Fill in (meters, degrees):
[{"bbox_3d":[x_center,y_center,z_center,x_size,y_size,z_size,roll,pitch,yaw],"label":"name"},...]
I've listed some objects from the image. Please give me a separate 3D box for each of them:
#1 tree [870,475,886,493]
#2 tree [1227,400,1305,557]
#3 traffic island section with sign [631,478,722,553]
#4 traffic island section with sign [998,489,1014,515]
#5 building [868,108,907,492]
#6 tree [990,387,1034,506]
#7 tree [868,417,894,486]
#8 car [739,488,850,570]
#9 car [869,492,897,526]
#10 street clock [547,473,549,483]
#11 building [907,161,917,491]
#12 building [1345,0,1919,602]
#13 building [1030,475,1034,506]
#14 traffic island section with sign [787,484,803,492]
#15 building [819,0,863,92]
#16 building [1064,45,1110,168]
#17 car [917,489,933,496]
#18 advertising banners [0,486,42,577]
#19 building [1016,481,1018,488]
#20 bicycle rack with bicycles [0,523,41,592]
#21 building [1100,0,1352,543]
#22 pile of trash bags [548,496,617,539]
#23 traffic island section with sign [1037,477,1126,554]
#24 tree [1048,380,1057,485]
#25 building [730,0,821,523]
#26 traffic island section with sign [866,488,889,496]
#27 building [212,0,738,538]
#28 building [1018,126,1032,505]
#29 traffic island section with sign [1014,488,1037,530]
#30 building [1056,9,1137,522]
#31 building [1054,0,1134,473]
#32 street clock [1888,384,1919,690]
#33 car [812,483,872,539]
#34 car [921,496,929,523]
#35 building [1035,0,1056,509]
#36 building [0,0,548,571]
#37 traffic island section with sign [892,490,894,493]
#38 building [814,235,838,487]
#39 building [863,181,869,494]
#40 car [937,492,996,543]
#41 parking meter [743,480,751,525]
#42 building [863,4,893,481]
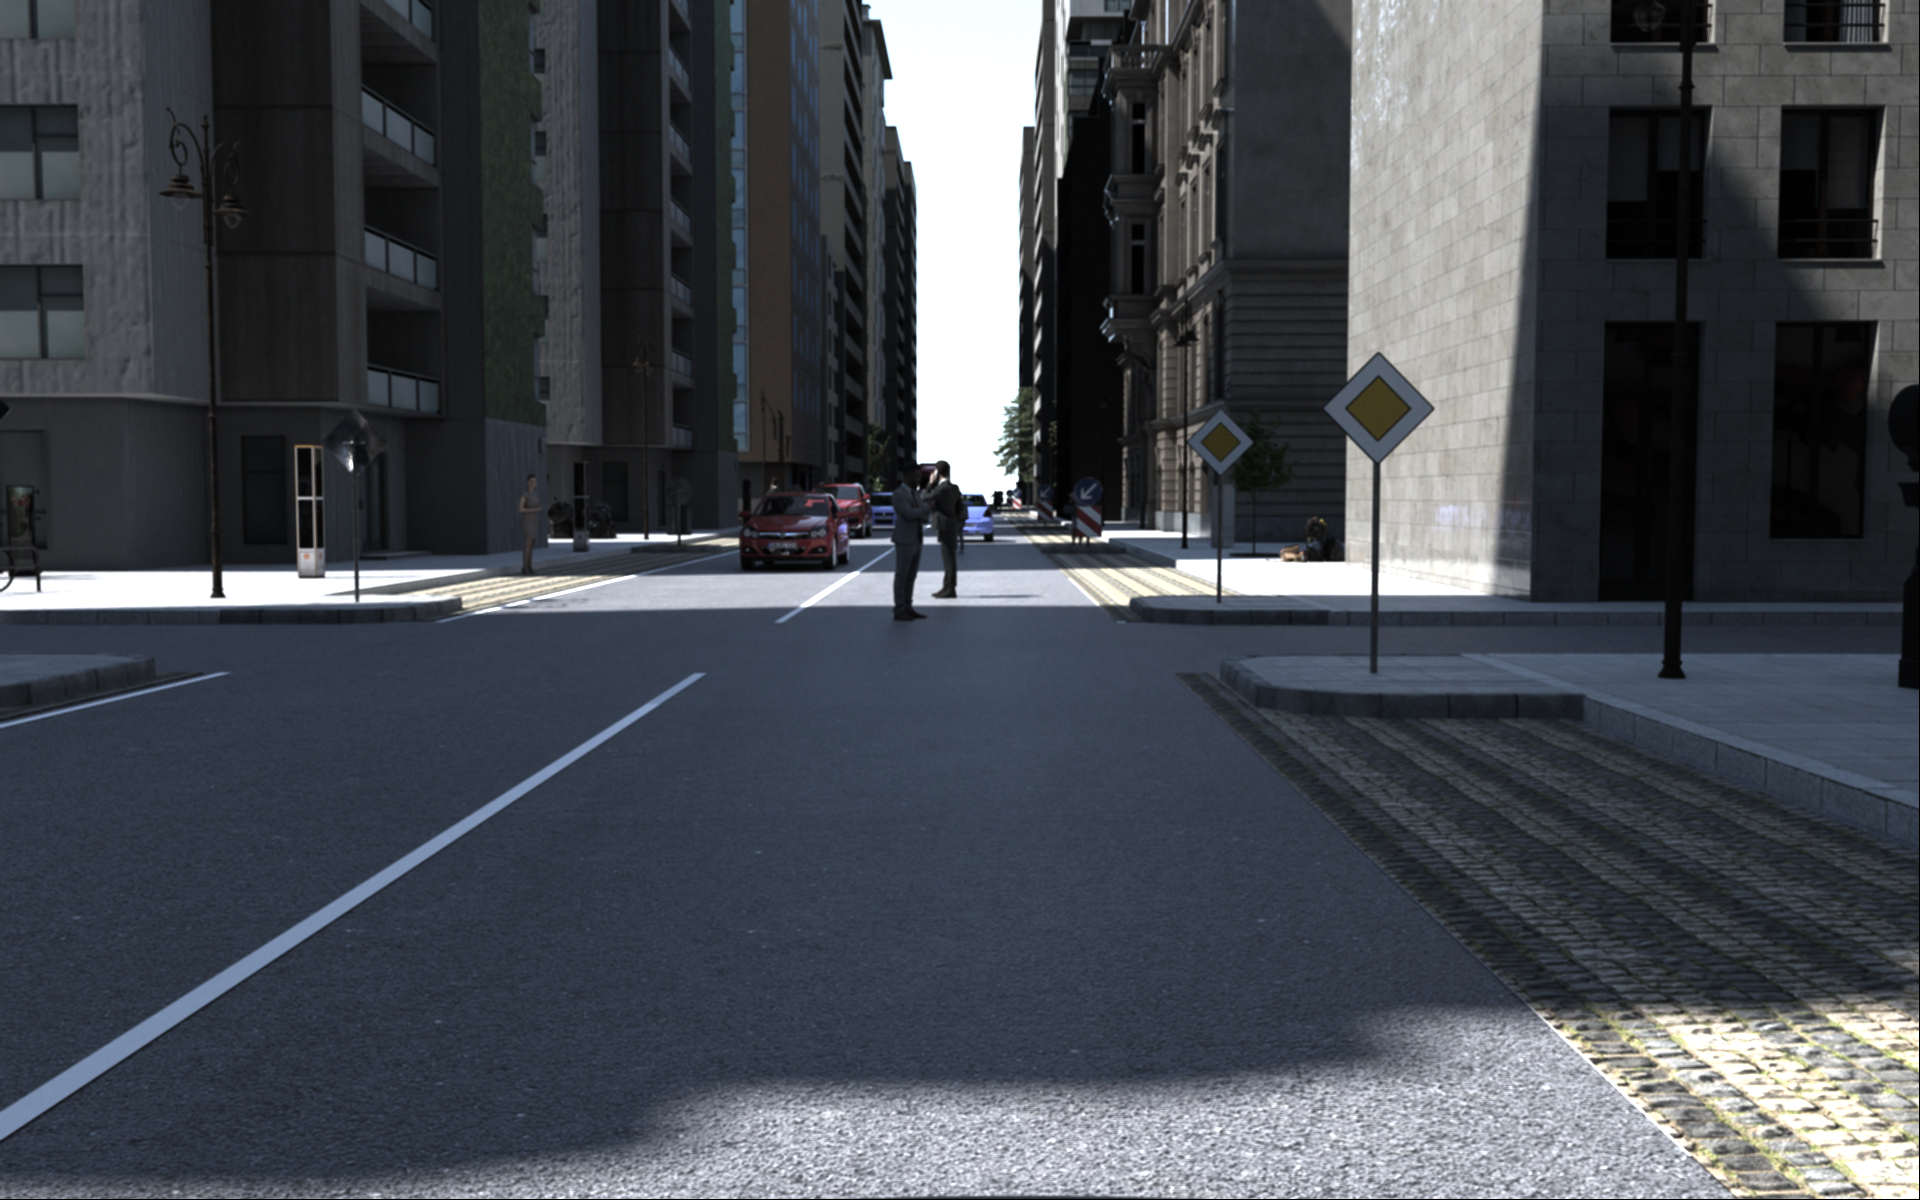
[{"bbox_3d":[-8.102,-10.875,172.406,1.663,3.219,1.824,0,3,0],"label":"tree"},{"bbox_3d":[5.972,-2.506,35.580,1.663,3.219,1.824,0,3,0],"label":"tree"},{"bbox_3d":[-6.938,-2.080,42.639,1.989,1.847,2.006,0,4,1],"label":"traffic island section with sign"},{"bbox_3d":[3.814,-6.797,119.759,1.989,1.847,2.006,0,4,1],"label":"traffic island section with sign"},{"bbox_3d":[-18.087,-36.334,217.768,21.300,48.544,21.600,0,4,1],"label":"building"},{"bbox_3d":[7.025,-16.203,183.051,7.486,12.596,7.792,0,3,0],"label":"tree"},{"bbox_3d":[-8.623,-13.205,166.263,4.737,8.622,4.395,0,3,0],"label":"tree"},{"bbox_3d":[-3.215,-1.535,34.135,2.155,1.783,4.494,0,4,2],"label":"car"},{"bbox_3d":[-2.967,-3.654,69.337,1.945,1.707,3.694,0,3,0],"label":"car"},{"bbox_3d":[-12.660,-2.922,52.344,0.471,2.002,0.358,0,4,-1],"label":"street clock"},{"bbox_3d":[-16.940,-37.664,239.506,21.300,48.544,21.600,0,4,1],"label":"building"},{"bbox_3d":[15.219,-10.412,24.986,16.860,20.320,10.420,0,4,1],"label":"building"},{"bbox_3d":[18.306,-46.343,195.955,20.563,71.187,20.611,0,4,1],"label":"building"},{"bbox_3d":[-6.654,-3.757,70.050,1.989,1.847,2.006,0,4,1],"label":"traffic island section with sign"},{"bbox_3d":[-18.862,-31.251,134.660,21.300,48.544,21.600,0,4,1],"label":"building"},{"bbox_3d":[13.834,-21.018,115.351,14.160,30.474,14.107,0,4,1],"label":"building"},{"bbox_3d":[-2.931,-8.302,144.403,2.281,1.827,5.304,0,4,1],"label":"car"},{"bbox_3d":[-14.863,-1.833,26.152,0.090,3.025,2.074,2,4,25],"label":"advertising banners"},{"bbox_3d":[24.004,-33.611,241.415,32.217,40.220,23.993,0,4,1],"label":"building"},{"bbox_3d":[-13.296,-0.523,21.933,2.852,0.926,2.925,1,4,9],"label":"bicycle rack with bicycles"},{"bbox_3d":[12.394,-14.848,61.849,14.460,24.649,34.723,0,4,1],"label":"building"},{"bbox_3d":[-11.611,-2.475,50.222,3.447,1.369,1.912,0,4,7],"label":"pile of trash bags"},{"bbox_3d":[2.971,-2.049,42.132,1.989,1.847,2.006,0,4,1],"label":"traffic island section with sign"},{"bbox_3d":[7.126,-9.435,104.625,4.737,8.622,4.395,0,3,0],"label":"tree"},{"bbox_3d":[-14.209,-26.417,82.021,14.600,45.320,14.200,0,4,1],"label":"building"},{"bbox_3d":[-6.117,-6.778,119.444,1.989,1.847,2.006,0,4,1],"label":"traffic island section with sign"},{"bbox_3d":[-15.809,-23.025,60.060,14.154,41.232,14.086,0,4,1],"label":"building"},{"bbox_3d":[18.260,-36.332,217.728,21.300,48.544,21.600,0,4,1],"label":"building"},{"bbox_3d":[3.278,-3.722,69.486,1.989,1.847,2.006,0,4,1],"label":"traffic island section with sign"},{"bbox_3d":[11.415,-15.774,87.575,12.332,23.373,15.834,0,4,1],"label":"building"},{"bbox_3d":[21.380,-33.402,135.354,28.713,52.752,27.495,0,4,1],"label":"building"},{"bbox_3d":[6.353,-0.417,11.393,0.471,2.002,0.358,-1,4,-18],"label":"street clock"},{"bbox_3d":[-4.036,-2.966,57.169,2.281,1.827,5.304,0,4,1],"label":"car"},{"bbox_3d":[-2.537,-4.583,87.286,2.083,1.381,4.827,0,4,1],"label":"car"},{"bbox_3d":[17.845,-32.803,160.023,21.300,48.544,21.600,0,4,1],"label":"building"},{"bbox_3d":[-16.972,-21.404,33.543,14.154,41.232,14.086,0,4,1],"label":"building"},{"bbox_3d":[-5.816,-8.471,147.133,1.989,1.847,2.006,0,4,1],"label":"traffic island section with sign"},{"bbox_3d":[-22.763,-16.225,110.322,27.650,21.520,28.899,0,4,1],"label":"building"},{"bbox_3d":[-15.588,-23.346,153.414,14.160,30.474,14.107,0,4,1],"label":"building"},{"bbox_3d":[0.141,-2.626,52.523,1.945,1.707,3.694,0,4,-1],"label":"car"},{"bbox_3d":[-8.607,-3.929,69.942,0.255,1.863,0.399,0,4,8],"label":"parking meter"},{"bbox_3d":[-22.300,-36.907,192.666,28.713,52.752,27.495,0,4,1],"label":"building"}]
